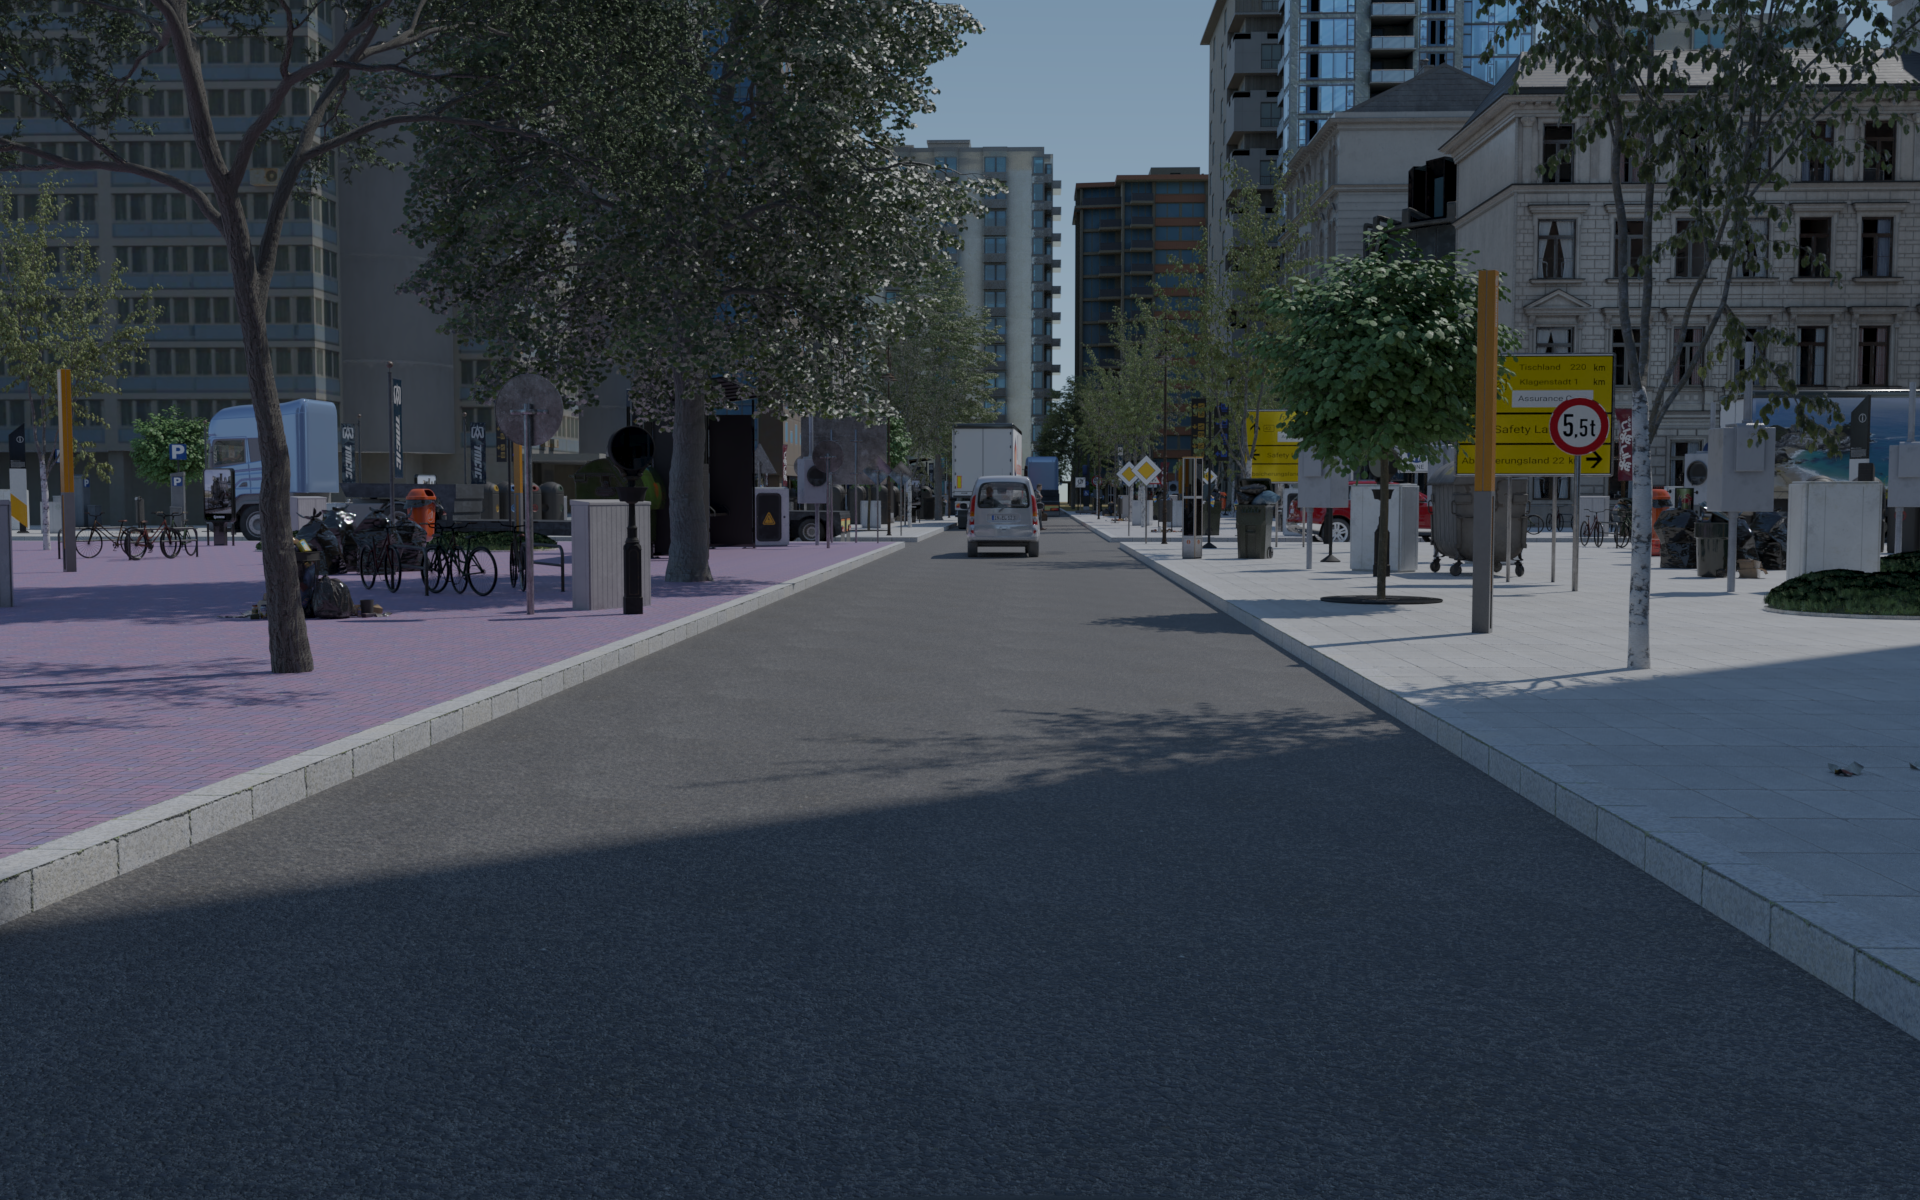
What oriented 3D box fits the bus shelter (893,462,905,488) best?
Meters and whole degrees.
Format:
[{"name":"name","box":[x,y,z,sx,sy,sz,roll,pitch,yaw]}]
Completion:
[{"name":"bus shelter","box":[-4.263,-6.424,96.314,1.731,3.624,6.357,0,4,3]}]

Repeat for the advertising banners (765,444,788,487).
[{"name":"advertising banners","box":[-6.337,-3.915,60.194,0.090,3.025,2.074,1,4,15]}]

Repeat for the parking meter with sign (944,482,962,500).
[{"name":"parking meter with sign","box":[-0.681,-7.017,110.989,1.738,3.016,0.543,1,4,13]}]

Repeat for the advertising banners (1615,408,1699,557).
[{"name":"advertising banners","box":[14.244,-2.403,35.475,2.074,3.025,0.090,-1,4,-17]}]

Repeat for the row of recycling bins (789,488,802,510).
[{"name":"row of recycling bins","box":[-11.167,-6.970,121.075,3.534,1.692,1.069,0,4,8]}]

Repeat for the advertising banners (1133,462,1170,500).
[{"name":"advertising banners","box":[10.417,-6.008,94.413,2.074,3.025,0.090,-1,4,-8]}]

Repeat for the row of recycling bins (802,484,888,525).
[{"name":"row of recycling bins","box":[-4.758,-4.043,73.213,3.534,1.692,1.069,0,4,2]}]

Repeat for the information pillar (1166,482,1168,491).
[{"name":"information pillar","box":[12.423,-6.141,104.900,0.304,2.012,0.304,0,4,-7]}]

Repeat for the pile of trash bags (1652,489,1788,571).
[{"name":"pile of trash bags","box":[13.017,-1.262,30.382,1.912,1.369,3.447,-1,4,-13]}]

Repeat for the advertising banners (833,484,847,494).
[{"name":"advertising banners","box":[-6.352,-5.971,93.807,0.090,3.025,2.074,2,4,32]}]

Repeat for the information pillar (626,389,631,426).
[{"name":"information pillar","box":[-7.364,-2.886,38.547,0.183,3.616,0.504,-1,4,-10]}]

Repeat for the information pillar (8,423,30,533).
[{"name":"information pillar","box":[-30.839,-3.998,56.729,0.504,3.616,0.183,-3,5,-41]}]

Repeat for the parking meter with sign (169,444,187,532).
[{"name":"parking meter with sign","box":[-26.890,-3.868,59.505,0.543,3.016,1.738,-1,4,-21]}]

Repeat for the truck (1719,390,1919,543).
[{"name":"truck","box":[27.022,-3.590,47.608,11.283,4.237,2.839,0,4,4]}]

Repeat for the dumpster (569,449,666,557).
[{"name":"dumpster","box":[-6.637,-1.902,33.591,1.502,2.255,1.985,0,4,2]}]

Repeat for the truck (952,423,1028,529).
[{"name":"truck","box":[1.328,-5.217,74.219,2.839,4.237,11.283,0,4,4]}]

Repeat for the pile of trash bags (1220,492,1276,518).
[{"name":"pile of trash bags","box":[15.378,-5.070,92.654,3.447,1.369,1.912,1,4,19]}]

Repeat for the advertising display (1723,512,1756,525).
[{"name":"advertising display","box":[17.234,-2.046,38.660,0.974,1.923,0.123,2,4,35]}]

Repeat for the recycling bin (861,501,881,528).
[{"name":"recycling bin","box":[-3.398,-3.264,65.923,0.722,1.027,0.722,0,4,-8]}]

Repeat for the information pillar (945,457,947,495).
[{"name":"information pillar","box":[-0.900,-7.236,109.662,0.183,3.616,0.504,0,4,3]}]

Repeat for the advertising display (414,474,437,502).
[{"name":"advertising display","box":[-17.270,-3.107,56.018,0.123,1.923,0.974,1,4,22]}]

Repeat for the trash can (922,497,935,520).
[{"name":"trash can","box":[-1.524,-4.555,86.120,0.748,1.137,0.748,0,3,0]}]

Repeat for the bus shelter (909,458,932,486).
[{"name":"bus shelter","box":[-2.911,-7.554,114.784,1.731,3.624,6.357,0,4,3]}]

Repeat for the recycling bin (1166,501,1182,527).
[{"name":"recycling bin","box":[8.296,-3.327,66.955,0.722,1.027,0.722,0,4,-7]}]

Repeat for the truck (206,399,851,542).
[{"name":"truck","box":[-12.594,-3.652,49.462,18.799,4.110,2.967,0,4,3]}]

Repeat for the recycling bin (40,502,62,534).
[{"name":"recycling bin","box":[-29.499,-2.683,56.419,0.722,1.027,0.722,-1,4,-20]}]

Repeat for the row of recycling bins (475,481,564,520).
[{"name":"row of recycling bins","box":[-14.709,-3.086,57.573,1.069,1.692,3.534,3,4,37]}]

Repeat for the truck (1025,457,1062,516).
[{"name":"truck","box":[5.599,-7.903,118.979,2.967,4.110,18.799,0,4,3]}]

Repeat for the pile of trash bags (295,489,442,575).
[{"name":"pile of trash bags","box":[-9.677,-1.172,28.908,1.912,1.369,3.447,1,4,10]}]

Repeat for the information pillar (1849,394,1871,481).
[{"name":"information pillar","box":[21.216,-3.027,40.850,0.183,3.616,0.504,-1,4,-22]}]

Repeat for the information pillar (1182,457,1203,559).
[{"name":"information pillar","box":[4.598,-1.821,34.257,0.304,2.012,0.304,3,4,37]}]

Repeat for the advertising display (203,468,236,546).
[{"name":"advertising display","box":[-18.392,-2.313,43.030,0.974,1.923,0.123,2,4,24]}]

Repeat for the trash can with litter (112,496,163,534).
[{"name":"trash can with litter","box":[-26.922,-2.778,56.483,1.678,1.210,2.233,-1,4,-16]}]

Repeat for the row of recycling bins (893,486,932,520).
[{"name":"row of recycling bins","box":[-3.075,-4.943,87.923,3.534,1.692,1.069,1,4,19]}]

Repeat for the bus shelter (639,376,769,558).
[{"name":"bus shelter","box":[-5.442,-2.838,37.676,1.731,3.624,6.357,0,4,2]}]

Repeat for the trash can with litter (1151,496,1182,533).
[{"name":"trash can with litter","box":[7.292,-2.881,58.166,2.233,1.210,1.678,-1,4,-21]}]

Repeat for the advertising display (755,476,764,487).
[{"name":"advertising display","box":[-7.385,-3.580,63.741,0.123,1.923,0.974,1,4,9]}]

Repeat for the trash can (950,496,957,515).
[{"name":"trash can","box":[-0.492,-5.681,104.542,0.748,1.137,0.748,0,3,0]}]

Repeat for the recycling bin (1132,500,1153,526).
[{"name":"recycling bin","box":[7.424,-3.544,70.492,0.722,1.027,0.722,1,4,18]}]

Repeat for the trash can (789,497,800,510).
[{"name":"trash can","box":[-8.543,-4.634,87.425,0.748,1.137,0.748,0,3,0]}]

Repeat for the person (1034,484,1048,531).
[{"name":"person","box":[3.022,-3.640,67.986,0.822,1.834,0.622,0,4,5]}]

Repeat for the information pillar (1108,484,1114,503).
[{"name":"information pillar","box":[10.929,-7.390,125.314,0.304,2.012,0.304,-2,4,-35]}]

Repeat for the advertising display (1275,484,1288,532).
[{"name":"advertising display","box":[10.961,-3.297,59.115,0.123,1.923,0.974,-1,4,-8]}]

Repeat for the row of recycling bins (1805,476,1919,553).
[{"name":"row of recycling bins","box":[20.206,-1.880,37.846,3.534,1.692,1.069,3,5,43]}]

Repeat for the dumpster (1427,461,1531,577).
[{"name":"dumpster","box":[8.263,-1.336,27.597,1.264,1.857,1.865,0,4,2]}]

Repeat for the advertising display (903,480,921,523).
[{"name":"advertising display","box":[-2.126,-4.380,76.830,0.974,1.923,0.123,-3,5,-41]}]

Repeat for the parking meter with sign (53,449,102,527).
[{"name":"parking meter with sign","box":[-33.991,-4.316,66.819,1.738,3.016,0.543,1,4,13]}]
